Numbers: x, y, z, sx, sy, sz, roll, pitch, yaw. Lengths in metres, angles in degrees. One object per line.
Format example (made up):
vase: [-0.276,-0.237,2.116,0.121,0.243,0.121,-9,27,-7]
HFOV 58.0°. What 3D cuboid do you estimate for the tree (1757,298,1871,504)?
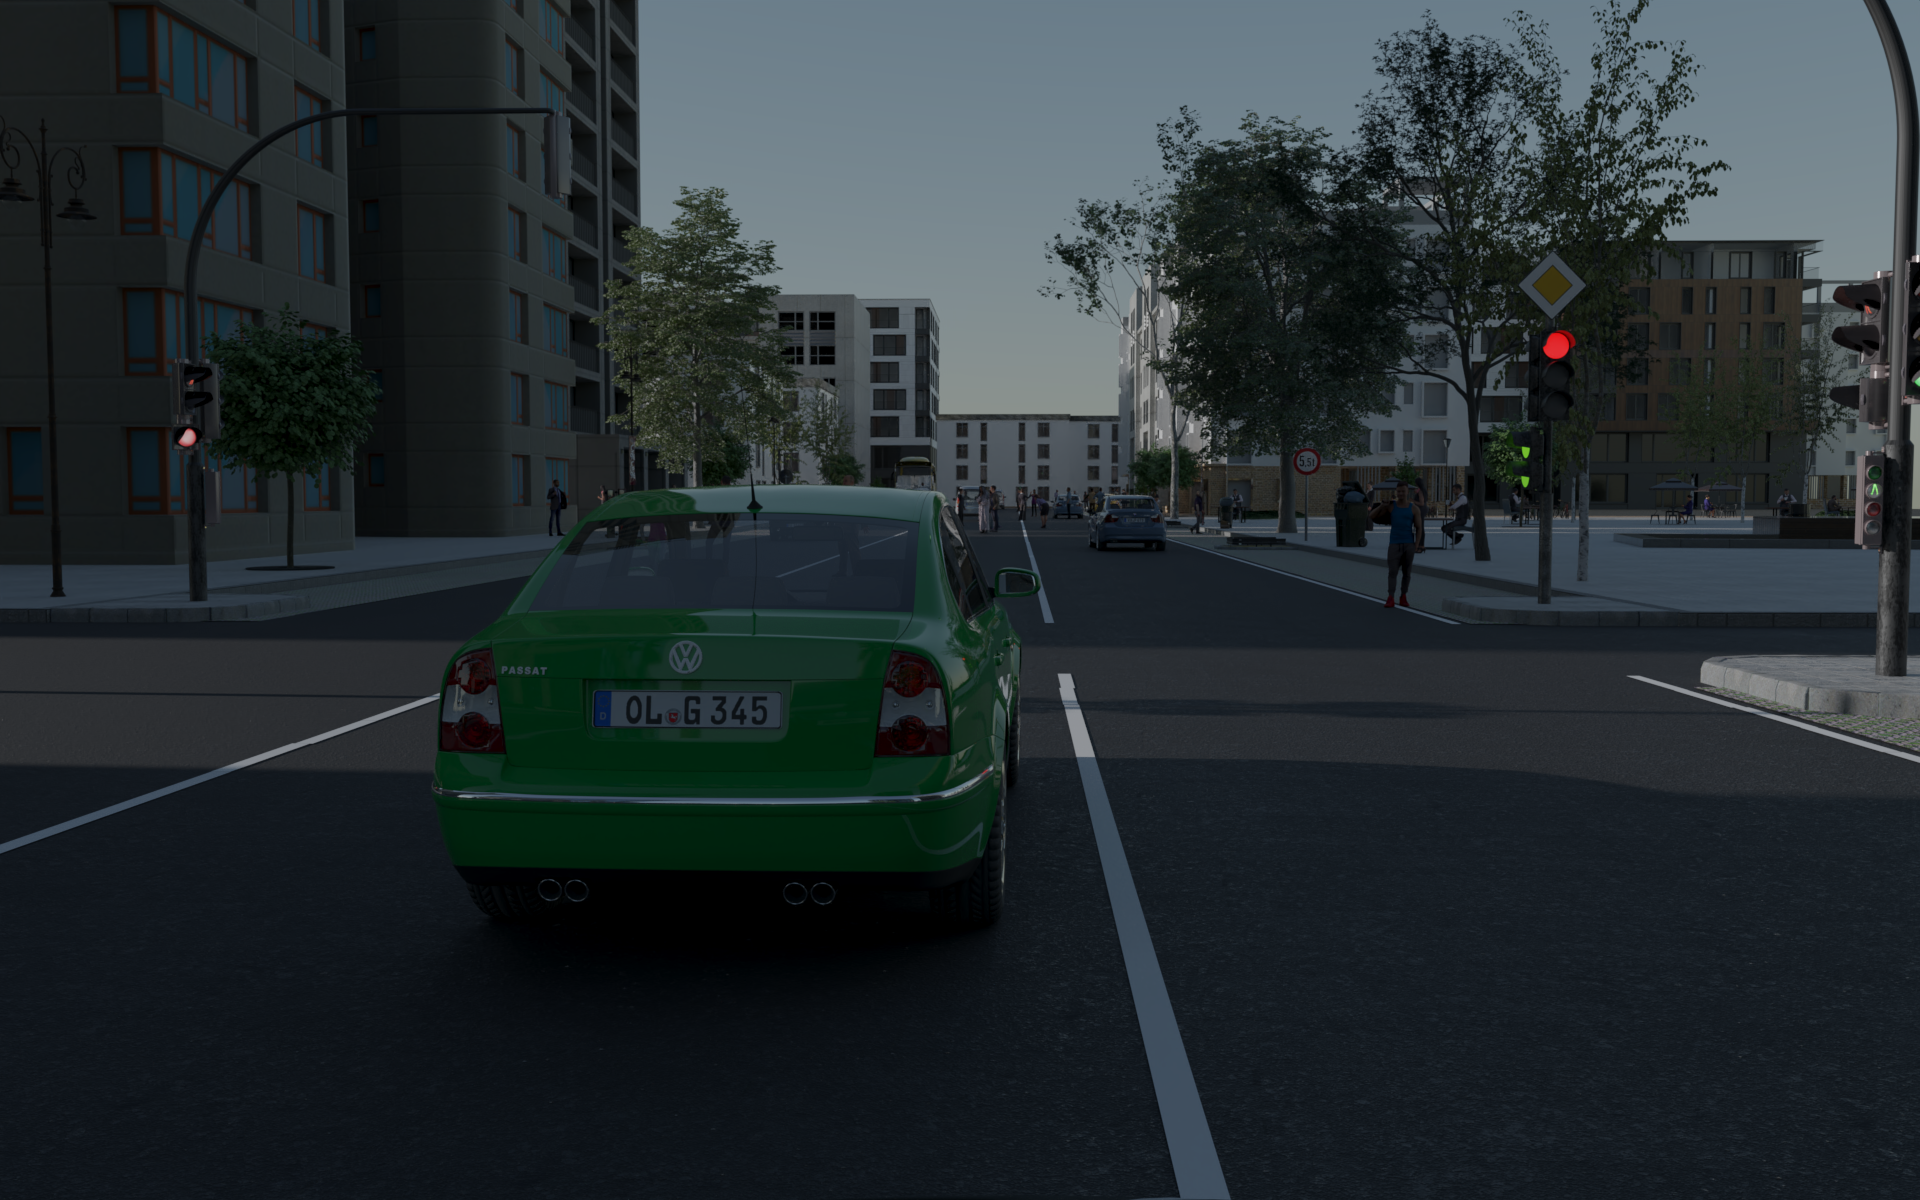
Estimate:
tree: [32.387,-7.075,66.036,4.360,8.622,3.978,0,3,0]

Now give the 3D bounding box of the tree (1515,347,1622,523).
tree: [27.415,-7.802,77.919,4.360,8.622,3.978,0,3,0]

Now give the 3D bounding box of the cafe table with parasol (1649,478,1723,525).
cafe table with parasol: [30.161,-4.184,73.269,2.610,1.966,2.610,-1,4,-13]

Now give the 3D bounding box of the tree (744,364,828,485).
tree: [-9.610,-8.660,91.951,4.737,8.622,4.395,0,3,0]

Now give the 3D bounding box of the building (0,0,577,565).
building: [-27.554,-12.261,45.501,27.650,21.520,28.899,0,4,2]

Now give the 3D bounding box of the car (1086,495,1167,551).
car: [4.329,-2.021,45.048,2.014,1.417,4.499,0,3,0]

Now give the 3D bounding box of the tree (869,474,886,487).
tree: [-7.938,-10.399,164.629,1.663,3.219,1.824,0,3,0]

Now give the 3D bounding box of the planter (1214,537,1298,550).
planter: [7.637,-1.458,44.971,1.991,0.319,1.994,0,4,2]

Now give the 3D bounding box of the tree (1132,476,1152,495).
tree: [12.060,-7.359,114.914,1.663,3.219,1.824,0,3,0]

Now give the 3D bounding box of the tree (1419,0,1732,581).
tree: [8.961,-4.587,25.367,4.737,8.622,4.395,0,3,0]

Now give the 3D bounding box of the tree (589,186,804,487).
tree: [-9.659,-8.914,63.872,7.486,12.596,7.792,0,3,0]

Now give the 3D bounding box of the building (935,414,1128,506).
building: [11.592,-14.902,185.788,28.070,9.664,9.099,0,4,2]

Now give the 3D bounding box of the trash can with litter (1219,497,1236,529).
trash can with litter: [9.947,-3.244,64.430,0.624,1.170,1.055,1,4,10]

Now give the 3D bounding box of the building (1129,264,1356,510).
building: [23.249,-16.814,141.360,16.747,18.905,31.486,0,4,2]

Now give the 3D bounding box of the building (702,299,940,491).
building: [-18.996,-21.505,195.576,32.646,21.610,27.936,0,4,2]

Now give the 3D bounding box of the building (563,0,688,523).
building: [-23.808,-39.218,79.461,20.563,71.187,20.611,0,4,2]

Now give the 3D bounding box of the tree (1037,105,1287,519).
tree: [10.207,-14.156,87.335,12.611,20.169,13.585,0,3,0]

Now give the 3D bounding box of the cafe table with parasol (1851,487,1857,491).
cafe table with parasol: [42.967,-4.648,80.853,2.610,1.966,2.610,-2,4,-30]

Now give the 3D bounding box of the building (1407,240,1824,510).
building: [53.361,-18.950,153.800,32.646,21.610,27.936,0,4,2]

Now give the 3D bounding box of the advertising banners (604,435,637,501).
advertising banners: [-9.982,-3.358,51.094,0.090,3.025,2.074,1,4,15]

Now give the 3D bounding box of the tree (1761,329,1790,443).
tree: [34.936,-7.765,77.312,4.737,8.622,4.395,0,3,0]

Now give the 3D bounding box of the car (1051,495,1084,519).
car: [6.343,-5.502,101.965,2.014,1.417,4.499,0,4,2]

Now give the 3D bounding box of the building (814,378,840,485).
building: [-14.223,-12.087,139.770,9.099,9.664,28.070,0,4,2]

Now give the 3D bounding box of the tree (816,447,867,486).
tree: [-8.162,-8.254,118.674,4.285,4.588,4.351,0,3,0]

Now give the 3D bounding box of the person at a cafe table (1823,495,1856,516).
person at a cafe table: [38.377,-3.928,75.089,1.726,1.238,1.698,1,4,14]

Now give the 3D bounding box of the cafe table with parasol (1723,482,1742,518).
cafe table with parasol: [40.413,-5.341,92.193,2.610,1.966,2.610,-2,4,-33]

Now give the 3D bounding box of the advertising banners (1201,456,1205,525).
advertising banners: [9.960,-4.579,71.055,0.090,3.025,2.074,1,4,11]

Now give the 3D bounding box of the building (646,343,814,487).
building: [-15.674,-10.302,110.593,9.099,9.664,28.070,0,4,2]

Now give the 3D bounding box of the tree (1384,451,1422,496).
tree: [20.025,-5.118,78.278,1.663,3.219,1.824,0,3,0]

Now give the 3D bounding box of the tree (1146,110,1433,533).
tree: [10.815,-9.199,57.057,9.857,13.997,8.962,0,3,0]

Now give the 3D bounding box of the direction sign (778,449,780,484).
direction sign: [-9.158,-5.854,87.713,0.379,3.537,0.876,-1,4,-10]

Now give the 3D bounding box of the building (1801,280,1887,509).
building: [76.279,-18.557,159.834,11.380,20.091,16.016,0,4,2]

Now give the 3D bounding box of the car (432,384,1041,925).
car: [-0.653,0.100,7.167,1.959,1.807,4.718,0,4,3]

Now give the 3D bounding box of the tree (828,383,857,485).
tree: [-8.367,-9.656,108.244,4.737,8.622,4.395,0,3,0]

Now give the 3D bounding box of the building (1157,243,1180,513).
building: [21.815,-16.094,119.557,16.016,20.091,11.380,0,4,2]

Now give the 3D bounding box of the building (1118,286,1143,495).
building: [23.078,-18.752,163.020,16.016,20.091,11.380,0,4,2]

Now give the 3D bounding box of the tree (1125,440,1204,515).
tree: [12.529,-7.094,99.694,4.285,4.588,4.351,0,3,0]

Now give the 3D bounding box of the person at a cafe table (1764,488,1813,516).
person at a cafe table: [34.668,-3.918,72.573,1.698,1.524,1.622,1,4,17]

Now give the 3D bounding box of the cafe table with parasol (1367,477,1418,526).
cafe table with parasol: [17.579,-4.006,70.356,2.610,1.966,2.610,-1,4,-16]

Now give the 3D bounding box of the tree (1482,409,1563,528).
tree: [21.549,-5.060,66.438,4.285,4.588,4.351,0,3,0]

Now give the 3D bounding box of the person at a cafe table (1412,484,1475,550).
person at a cafe table: [11.249,-1.947,40.341,1.622,1.524,1.698,1,4,12]

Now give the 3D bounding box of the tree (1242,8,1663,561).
tree: [9.848,-6.049,33.306,8.767,10.594,7.601,-3,5,-44]

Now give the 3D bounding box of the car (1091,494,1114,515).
car: [9.564,-6.346,113.981,2.015,1.641,3.980,0,4,0]

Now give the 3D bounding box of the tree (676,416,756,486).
tree: [-10.302,-5.472,73.175,4.285,4.588,4.351,0,3,0]

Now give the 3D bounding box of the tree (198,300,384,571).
tree: [-11.445,-2.796,29.423,4.285,4.588,4.351,0,3,0]

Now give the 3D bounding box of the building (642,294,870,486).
building: [-24.815,-18.091,162.240,31.486,18.905,16.747,0,4,2]

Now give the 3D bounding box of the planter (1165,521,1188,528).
planter: [8.503,-3.157,72.753,1.991,0.319,1.994,0,4,2]

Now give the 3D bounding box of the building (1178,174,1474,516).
building: [22.447,-15.398,108.173,16.016,20.091,11.380,0,4,2]
